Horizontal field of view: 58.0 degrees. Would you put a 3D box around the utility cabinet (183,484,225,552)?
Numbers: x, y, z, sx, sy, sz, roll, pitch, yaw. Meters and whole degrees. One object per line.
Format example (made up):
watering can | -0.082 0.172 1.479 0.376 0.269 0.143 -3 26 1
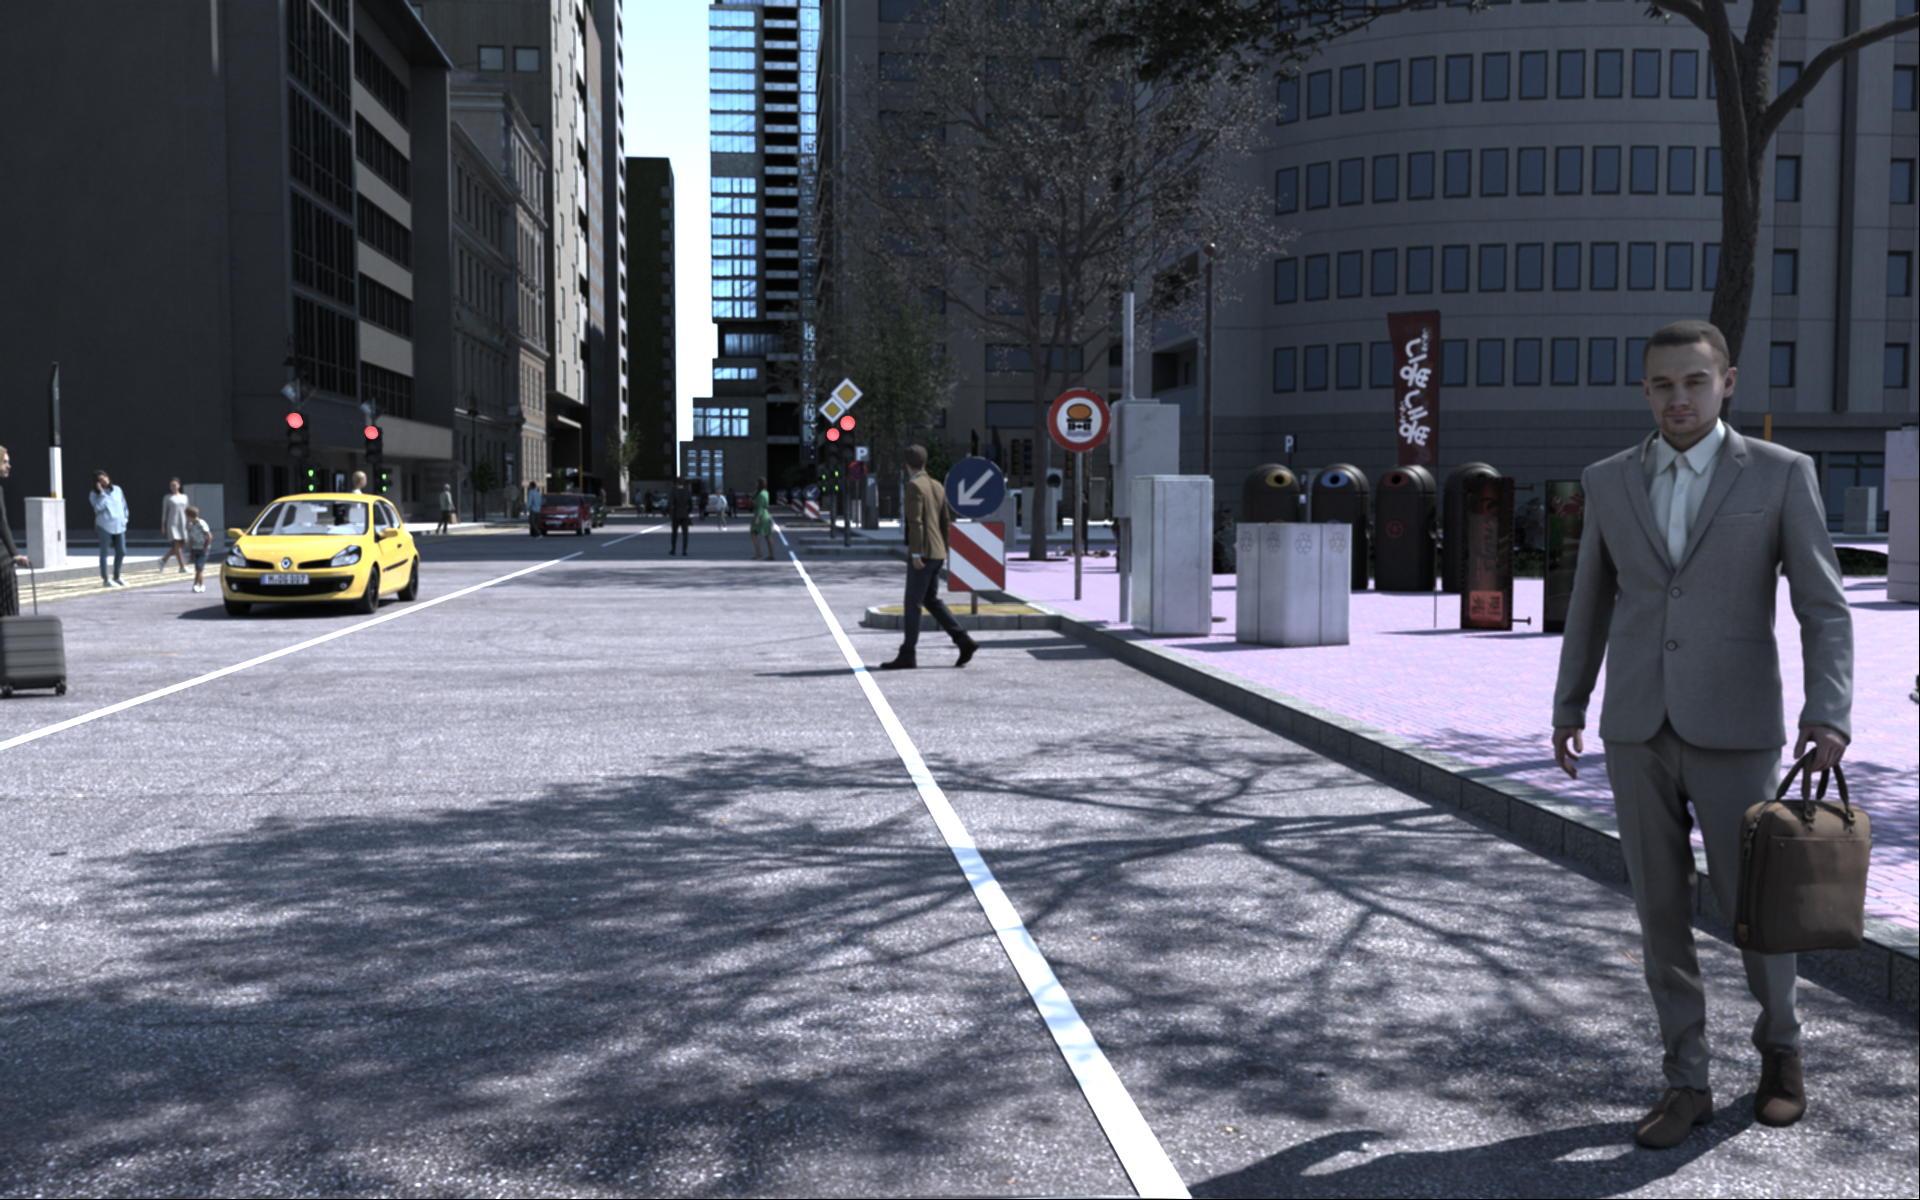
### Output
utility cabinet | -16.795 -1.821 38.451 0.318 1.500 1.173 0 4 5

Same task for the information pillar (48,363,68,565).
information pillar | -16.078 -2.412 30.798 0.183 3.616 0.504 -1 4 -16

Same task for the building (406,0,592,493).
building | -43.612 -33.306 133.799 28.713 52.752 27.495 0 4 -7

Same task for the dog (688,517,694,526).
dog | -12.341 -3.581 78.742 0.550 0.427 0.748 1 4 20

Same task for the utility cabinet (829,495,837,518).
utility cabinet | -6.754 -4.964 92.327 0.306 1.237 1.020 -1 4 -11

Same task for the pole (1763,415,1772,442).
pole | 20.738 -3.102 44.562 0.158 3.312 0.155 0 3 0

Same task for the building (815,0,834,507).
building | -2.688 -33.144 165.598 21.300 48.544 21.600 0 4 -7

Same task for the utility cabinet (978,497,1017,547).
utility cabinet | 0.834 -1.874 41.800 1.020 1.237 0.306 1 4 15

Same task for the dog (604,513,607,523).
dog | -17.492 -4.010 84.856 0.540 0.507 0.406 0 4 4

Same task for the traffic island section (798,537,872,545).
traffic island section | -3.633 -1.689 49.888 2.009 0.180 2.903 0 4 -7

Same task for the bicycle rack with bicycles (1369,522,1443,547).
bicycle rack with bicycles | 8.527 -1.119 31.675 2.925 0.926 2.852 0 4 -1

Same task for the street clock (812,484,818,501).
street clock | -10.015 -7.024 119.418 0.358 2.002 0.471 -2 4 -32

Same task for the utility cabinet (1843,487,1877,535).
utility cabinet | 28.184 -2.788 54.257 0.318 1.500 1.173 0 4 -7

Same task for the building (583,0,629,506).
building | -50.076 -39.268 184.031 28.212 58.520 21.231 0 4 -7

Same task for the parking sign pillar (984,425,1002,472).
parking sign pillar | 1.294 -4.801 66.976 1.447 3.967 1.447 -1 4 -10

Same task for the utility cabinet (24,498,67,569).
utility cabinet | -15.854 -1.156 30.060 0.306 1.237 1.020 0 4 -7

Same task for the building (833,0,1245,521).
building | 2.832 -34.412 104.632 21.231 58.520 28.212 0 4 -7

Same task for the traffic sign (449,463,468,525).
traffic sign | -20.761 -4.380 71.722 0.768 2.556 0.104 0 4 -4

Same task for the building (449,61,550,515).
building | -33.513 -19.732 108.530 13.634 28.700 20.117 0 4 -7

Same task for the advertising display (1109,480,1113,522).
advertising display | 6.879 -4.504 78.848 0.123 1.923 0.974 0 4 2

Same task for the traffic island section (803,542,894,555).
traffic island section | -2.704 -1.203 41.957 2.009 0.180 2.903 0 4 -7

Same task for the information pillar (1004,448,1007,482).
information pillar | 2.340 -5.967 88.908 0.183 3.616 0.504 1 4 14

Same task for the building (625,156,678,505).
building | -41.975 -32.325 212.106 14.086 41.232 14.154 0 4 -7

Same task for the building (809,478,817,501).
building | -0.188 -30.408 189.053 32.217 40.220 23.993 0 4 -7

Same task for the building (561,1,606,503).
building | -39.647 -30.907 155.439 14.600 45.320 14.200 0 4 -7

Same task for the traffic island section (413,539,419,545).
traffic island section | -16.339 -1.598 48.409 2.009 0.180 2.903 0 4 -7

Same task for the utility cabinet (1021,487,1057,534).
utility cabinet | 2.504 -2.811 54.641 1.173 1.500 0.318 3 4 38

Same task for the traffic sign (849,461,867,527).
traffic sign | -4.002 -4.114 67.371 0.768 2.556 0.104 0 4 -3

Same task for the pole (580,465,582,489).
pole | -26.641 -7.823 121.747 0.158 3.312 0.155 0 3 0

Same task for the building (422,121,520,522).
building | -29.703 -15.429 88.426 11.583 22.565 21.152 0 4 -7

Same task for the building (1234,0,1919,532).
building | 21.779 -31.929 64.036 28.212 58.520 21.231 0 4 -7

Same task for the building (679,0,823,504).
building | -19.575 -55.375 218.053 31.000 86.520 22.319 0 4 -7

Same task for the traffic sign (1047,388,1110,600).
traffic sign | 1.432 -1.273 20.921 0.768 2.556 0.104 0 4 -2

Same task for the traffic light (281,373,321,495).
traffic light | -15.368 -3.145 40.348 0.839 4.253 0.868 0 4 -7

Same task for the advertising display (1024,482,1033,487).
advertising display | 3.597 -5.231 90.745 0.123 1.923 0.974 -1 4 -21

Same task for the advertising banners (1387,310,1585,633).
advertising banners | 4.993 -1.227 16.250 2.074 3.025 0.090 2 4 33

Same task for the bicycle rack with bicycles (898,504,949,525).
bicycle rack with bicycles | -1.446 -3.682 73.582 2.852 0.926 2.925 1 4 9

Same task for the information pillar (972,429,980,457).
information pillar | 0.553 -4.317 61.930 0.183 3.616 0.504 -2 4 -28

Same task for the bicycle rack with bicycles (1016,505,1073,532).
bicycle rack with bicycles | 2.744 -2.752 58.370 2.852 0.926 2.925 -1 4 -12

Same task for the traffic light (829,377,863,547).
traffic light | -2.745 -3.237 41.838 0.839 4.253 0.868 0 4 -7

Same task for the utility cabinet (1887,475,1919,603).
utility cabinet | 11.248 -0.698 20.094 0.318 1.500 1.173 0 4 -1

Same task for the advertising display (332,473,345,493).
advertising display | -18.836 -2.894 52.535 0.123 1.923 0.974 0 4 -4
